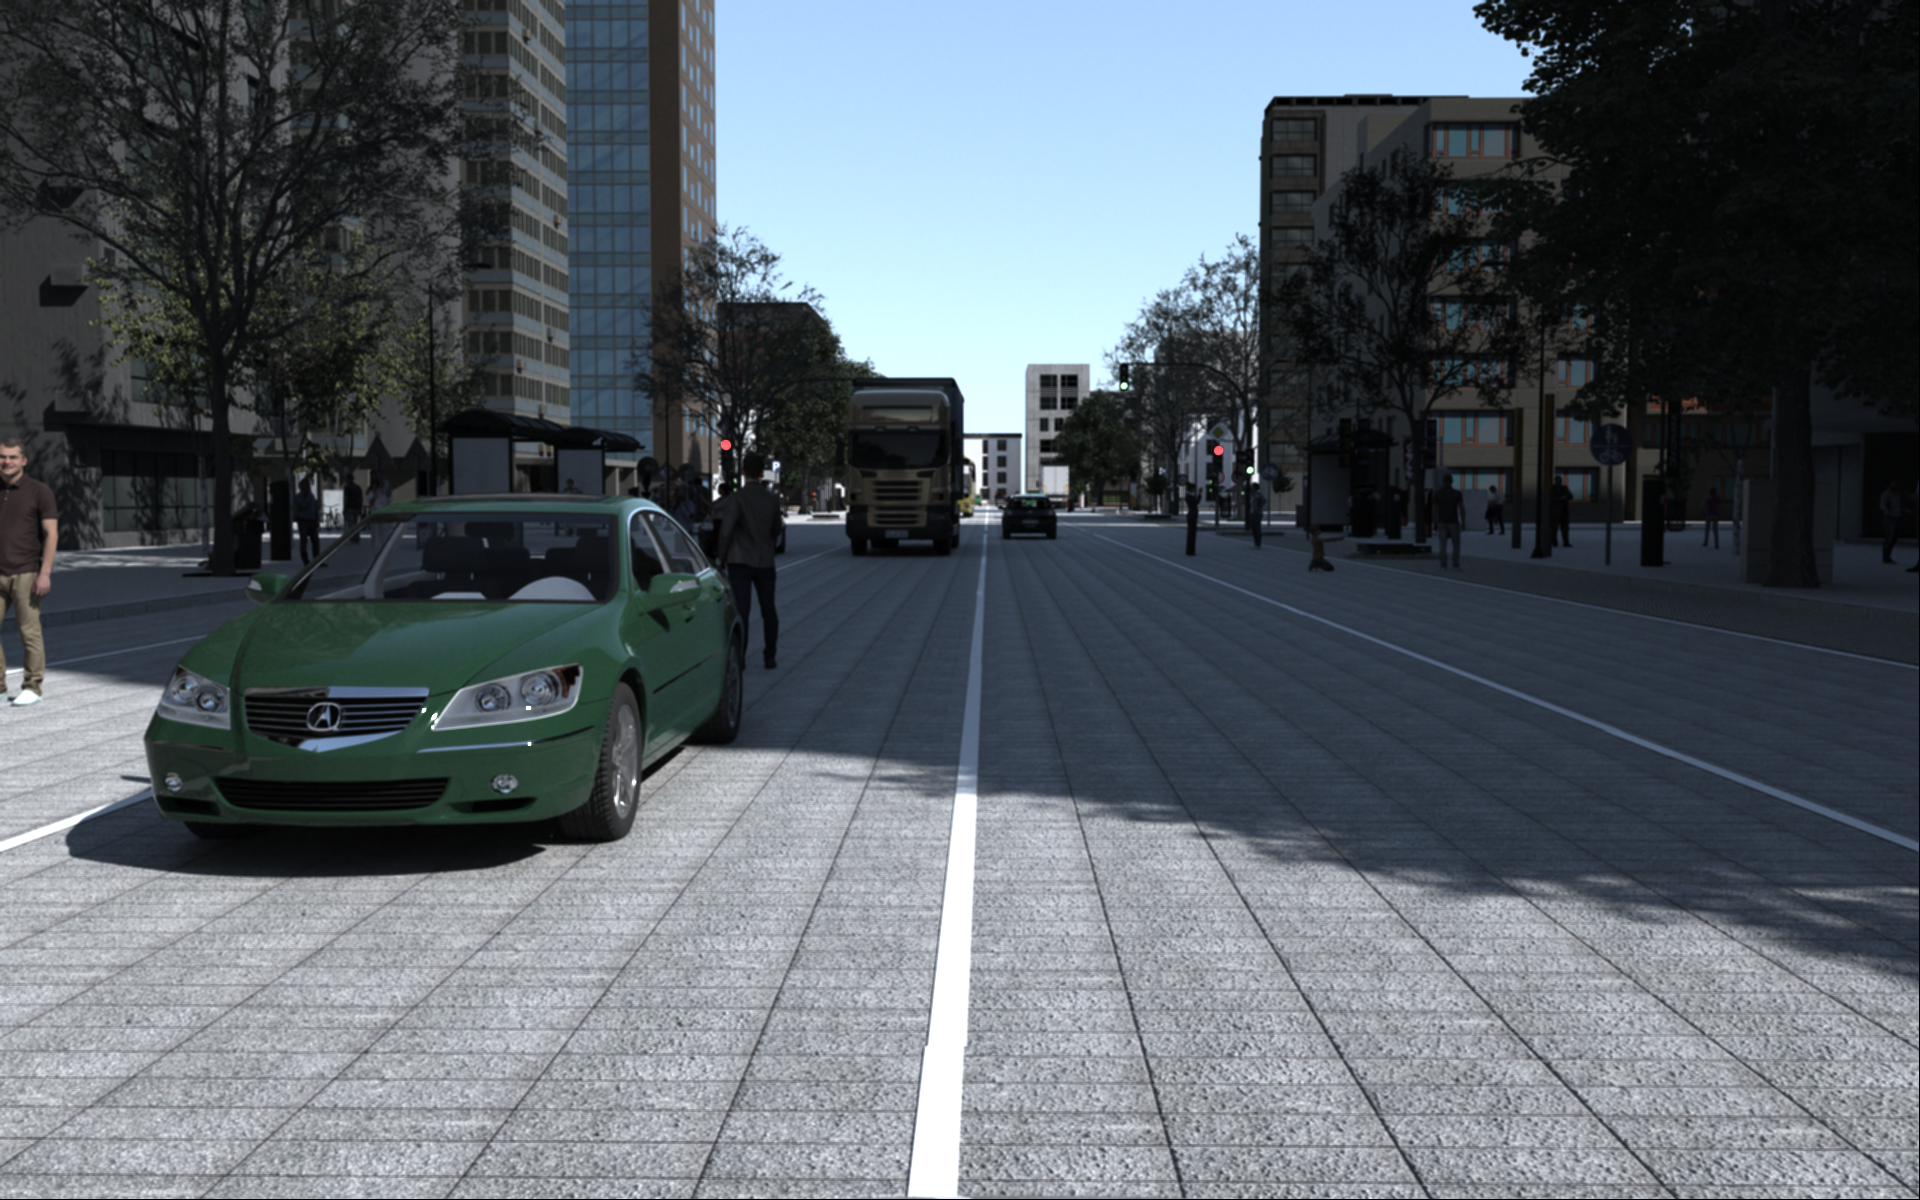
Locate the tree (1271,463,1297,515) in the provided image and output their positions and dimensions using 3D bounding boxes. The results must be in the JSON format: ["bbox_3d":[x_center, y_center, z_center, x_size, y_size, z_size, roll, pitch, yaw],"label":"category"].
[{"bbox_3d":[19.413,-6.758,105.094,1.663,3.219,1.824,0,3,0],"label":"tree"}]

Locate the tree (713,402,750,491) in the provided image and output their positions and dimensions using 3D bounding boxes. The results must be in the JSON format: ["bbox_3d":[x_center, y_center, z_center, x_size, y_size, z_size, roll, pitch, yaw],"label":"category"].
[{"bbox_3d":[-18.352,-11.317,135.402,4.360,8.622,3.978,0,3,0],"label":"tree"}]

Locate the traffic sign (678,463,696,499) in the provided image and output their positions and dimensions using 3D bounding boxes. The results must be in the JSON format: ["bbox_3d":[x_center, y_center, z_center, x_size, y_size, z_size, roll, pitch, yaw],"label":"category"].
[{"bbox_3d":[-11.279,-4.367,71.498,0.768,2.556,0.104,1,4,8],"label":"traffic sign"}]

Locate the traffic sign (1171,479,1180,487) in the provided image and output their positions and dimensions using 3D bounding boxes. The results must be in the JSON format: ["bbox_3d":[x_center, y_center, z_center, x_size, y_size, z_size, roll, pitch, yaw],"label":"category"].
[{"bbox_3d":[13.858,-6.695,111.593,0.606,2.300,0.079,1,4,10],"label":"traffic sign"}]

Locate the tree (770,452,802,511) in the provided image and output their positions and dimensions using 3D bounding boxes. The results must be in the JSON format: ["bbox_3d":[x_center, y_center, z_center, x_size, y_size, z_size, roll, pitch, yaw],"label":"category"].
[{"bbox_3d":[-13.656,-9.226,134.563,4.285,4.588,4.351,0,3,0],"label":"tree"}]

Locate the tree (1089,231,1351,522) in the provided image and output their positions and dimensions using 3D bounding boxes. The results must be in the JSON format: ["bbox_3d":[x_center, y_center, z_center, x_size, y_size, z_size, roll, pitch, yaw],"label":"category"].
[{"bbox_3d":[13.083,-10.383,80.133,12.009,13.543,11.850,0,3,0],"label":"tree"}]

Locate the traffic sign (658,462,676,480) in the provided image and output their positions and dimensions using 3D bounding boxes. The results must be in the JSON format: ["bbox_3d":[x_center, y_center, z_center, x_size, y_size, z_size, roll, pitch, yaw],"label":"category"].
[{"bbox_3d":[-11.684,-4.234,68.959,0.795,2.593,0.064,1,4,9],"label":"traffic sign"}]

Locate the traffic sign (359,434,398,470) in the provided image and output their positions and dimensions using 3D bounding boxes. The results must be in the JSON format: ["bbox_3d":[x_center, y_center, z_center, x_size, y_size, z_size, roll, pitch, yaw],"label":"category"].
[{"bbox_3d":[-12.663,-2.305,37.687,0.884,2.594,0.081,0,4,6],"label":"traffic sign"}]

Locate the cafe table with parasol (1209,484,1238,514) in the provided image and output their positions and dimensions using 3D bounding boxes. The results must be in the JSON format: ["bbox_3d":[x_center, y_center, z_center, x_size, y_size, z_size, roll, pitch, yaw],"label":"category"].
[{"bbox_3d":[18.141,-6.613,112.987,2.610,1.966,2.610,-2,4,-31],"label":"cafe table with parasol"}]

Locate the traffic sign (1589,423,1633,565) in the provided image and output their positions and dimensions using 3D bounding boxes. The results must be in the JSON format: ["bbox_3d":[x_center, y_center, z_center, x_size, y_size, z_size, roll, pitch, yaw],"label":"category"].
[{"bbox_3d":[11.765,-1.912,31.374,0.768,2.556,0.104,0,4,4],"label":"traffic sign"}]

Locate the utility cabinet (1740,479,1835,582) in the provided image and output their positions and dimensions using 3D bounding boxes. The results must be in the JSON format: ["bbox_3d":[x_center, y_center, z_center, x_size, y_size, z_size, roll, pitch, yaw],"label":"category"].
[{"bbox_3d":[11.979,-1.004,25.089,1.173,1.500,0.318,0,4,7],"label":"utility cabinet"}]

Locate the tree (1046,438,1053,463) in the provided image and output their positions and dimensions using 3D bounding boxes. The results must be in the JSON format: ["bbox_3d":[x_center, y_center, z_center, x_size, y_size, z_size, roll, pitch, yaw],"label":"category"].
[{"bbox_3d":[14.823,-17.620,205.093,9.611,12.733,9.660,0,3,0],"label":"tree"}]

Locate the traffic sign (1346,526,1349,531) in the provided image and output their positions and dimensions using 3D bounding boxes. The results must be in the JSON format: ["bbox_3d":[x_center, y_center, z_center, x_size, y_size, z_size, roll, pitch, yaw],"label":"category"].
[{"bbox_3d":[13.297,-3.624,59.357,0.768,2.556,0.104,0,4,7],"label":"traffic sign"}]

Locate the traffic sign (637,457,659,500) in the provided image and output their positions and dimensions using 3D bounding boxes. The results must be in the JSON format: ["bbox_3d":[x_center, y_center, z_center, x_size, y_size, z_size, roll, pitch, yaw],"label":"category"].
[{"bbox_3d":[-10.597,-3.591,58.818,0.768,2.556,0.104,0,4,3],"label":"traffic sign"}]

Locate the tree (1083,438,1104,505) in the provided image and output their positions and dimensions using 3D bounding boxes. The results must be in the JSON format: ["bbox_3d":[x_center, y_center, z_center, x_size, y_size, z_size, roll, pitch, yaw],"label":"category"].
[{"bbox_3d":[14.882,-15.050,196.437,4.360,8.622,3.978,0,3,0],"label":"tree"}]

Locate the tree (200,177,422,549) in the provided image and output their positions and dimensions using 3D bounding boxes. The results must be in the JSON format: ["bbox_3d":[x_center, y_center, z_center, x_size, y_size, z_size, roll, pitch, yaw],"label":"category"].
[{"bbox_3d":[-15.514,-5.513,40.506,4.360,8.622,3.978,0,3,0],"label":"tree"}]

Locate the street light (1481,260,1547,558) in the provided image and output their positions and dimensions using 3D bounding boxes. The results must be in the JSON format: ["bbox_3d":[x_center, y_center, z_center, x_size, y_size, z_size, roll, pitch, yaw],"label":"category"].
[{"bbox_3d":[11.044,-3.792,34.543,1.470,5.913,1.316,0,4,1],"label":"street light"}]

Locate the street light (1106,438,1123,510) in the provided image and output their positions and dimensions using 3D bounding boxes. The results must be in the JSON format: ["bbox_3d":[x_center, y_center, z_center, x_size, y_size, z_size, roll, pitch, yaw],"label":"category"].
[{"bbox_3d":[12.734,-10.411,142.762,1.470,5.913,1.316,0,4,1],"label":"street light"}]

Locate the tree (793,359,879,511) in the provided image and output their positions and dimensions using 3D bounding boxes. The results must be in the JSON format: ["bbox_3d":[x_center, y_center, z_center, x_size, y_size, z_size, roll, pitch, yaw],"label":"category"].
[{"bbox_3d":[-9.360,-12.425,128.899,9.928,11.665,9.643,0,3,0],"label":"tree"}]

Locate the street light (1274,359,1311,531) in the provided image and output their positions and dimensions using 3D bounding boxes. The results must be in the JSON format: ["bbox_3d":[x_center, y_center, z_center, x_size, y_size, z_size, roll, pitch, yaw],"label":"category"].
[{"bbox_3d":[11.513,-5.339,59.836,1.470,5.913,1.316,0,4,1],"label":"street light"}]

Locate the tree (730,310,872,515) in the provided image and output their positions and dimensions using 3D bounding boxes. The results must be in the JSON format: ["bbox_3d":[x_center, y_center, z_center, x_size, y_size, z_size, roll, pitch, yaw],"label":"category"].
[{"bbox_3d":[-9.700,-11.684,108.039,9.611,12.733,9.660,0,3,0],"label":"tree"}]

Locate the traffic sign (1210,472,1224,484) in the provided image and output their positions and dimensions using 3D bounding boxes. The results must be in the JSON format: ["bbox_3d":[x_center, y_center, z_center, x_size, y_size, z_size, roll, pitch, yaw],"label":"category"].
[{"bbox_3d":[13.328,-5.489,89.859,0.768,2.556,0.104,0,4,7],"label":"traffic sign"}]

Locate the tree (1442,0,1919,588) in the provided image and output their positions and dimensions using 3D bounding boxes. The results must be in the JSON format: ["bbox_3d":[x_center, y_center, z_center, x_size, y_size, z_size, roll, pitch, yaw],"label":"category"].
[{"bbox_3d":[11.409,-7.141,23.403,9.857,13.997,8.962,0,3,0],"label":"tree"}]

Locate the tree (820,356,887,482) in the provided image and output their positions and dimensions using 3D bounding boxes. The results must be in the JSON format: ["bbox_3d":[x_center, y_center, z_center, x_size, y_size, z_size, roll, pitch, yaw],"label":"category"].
[{"bbox_3d":[-9.383,-15.414,158.678,9.857,13.997,8.962,0,3,0],"label":"tree"}]

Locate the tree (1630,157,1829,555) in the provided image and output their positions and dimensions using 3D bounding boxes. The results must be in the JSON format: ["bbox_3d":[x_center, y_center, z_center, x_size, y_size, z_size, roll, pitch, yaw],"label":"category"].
[{"bbox_3d":[16.338,-5.260,36.359,4.360,8.622,3.978,0,3,0],"label":"tree"}]

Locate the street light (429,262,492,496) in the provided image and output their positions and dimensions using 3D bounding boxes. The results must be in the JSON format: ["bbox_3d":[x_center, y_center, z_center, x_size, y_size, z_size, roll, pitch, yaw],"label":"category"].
[{"bbox_3d":[-10.077,-3.811,34.854,1.470,5.913,1.316,0,4,1],"label":"street light"}]

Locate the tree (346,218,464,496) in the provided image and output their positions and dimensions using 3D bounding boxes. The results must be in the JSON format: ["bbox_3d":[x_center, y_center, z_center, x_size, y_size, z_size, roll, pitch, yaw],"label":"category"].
[{"bbox_3d":[-16.609,-5.901,46.843,4.737,8.622,4.395,0,3,0],"label":"tree"}]

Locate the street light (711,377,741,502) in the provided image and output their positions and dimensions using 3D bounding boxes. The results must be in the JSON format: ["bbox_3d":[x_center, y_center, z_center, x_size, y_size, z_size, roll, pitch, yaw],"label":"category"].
[{"bbox_3d":[-9.403,-5.892,68.880,1.470,5.913,1.316,0,4,1],"label":"street light"}]

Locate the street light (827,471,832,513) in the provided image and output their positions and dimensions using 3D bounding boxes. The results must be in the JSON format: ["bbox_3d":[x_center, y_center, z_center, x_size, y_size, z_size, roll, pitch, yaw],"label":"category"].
[{"bbox_3d":[-8.485,-8.992,119.567,1.470,5.913,1.316,0,4,1],"label":"street light"}]

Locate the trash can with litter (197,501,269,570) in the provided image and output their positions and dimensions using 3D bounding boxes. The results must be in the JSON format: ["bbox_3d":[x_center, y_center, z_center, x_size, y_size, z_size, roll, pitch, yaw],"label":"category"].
[{"bbox_3d":[-12.364,-1.105,29.461,1.055,1.170,0.624,-3,5,-40],"label":"trash can with litter"}]

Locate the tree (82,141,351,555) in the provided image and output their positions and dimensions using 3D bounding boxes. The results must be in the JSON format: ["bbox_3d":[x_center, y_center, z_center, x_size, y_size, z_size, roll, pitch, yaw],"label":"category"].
[{"bbox_3d":[-15.780,-5.228,35.847,4.737,8.622,4.395,0,3,0],"label":"tree"}]

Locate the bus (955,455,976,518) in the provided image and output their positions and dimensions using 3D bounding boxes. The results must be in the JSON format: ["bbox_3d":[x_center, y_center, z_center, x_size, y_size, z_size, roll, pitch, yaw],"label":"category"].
[{"bbox_3d":[-0.426,-7.121,107.972,2.896,3.916,12.252,0,4,2],"label":"bus"}]

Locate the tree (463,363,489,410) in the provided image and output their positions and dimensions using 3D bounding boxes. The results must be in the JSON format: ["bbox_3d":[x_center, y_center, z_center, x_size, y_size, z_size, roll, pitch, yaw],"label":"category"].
[{"bbox_3d":[-21.935,-7.499,72.963,4.737,8.622,4.395,0,3,0],"label":"tree"}]

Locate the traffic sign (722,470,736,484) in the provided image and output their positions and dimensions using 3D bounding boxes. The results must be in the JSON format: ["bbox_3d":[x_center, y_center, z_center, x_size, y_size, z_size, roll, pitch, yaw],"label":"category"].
[{"bbox_3d":[-11.827,-5.430,88.890,0.768,2.556,0.104,0,4,4],"label":"traffic sign"}]

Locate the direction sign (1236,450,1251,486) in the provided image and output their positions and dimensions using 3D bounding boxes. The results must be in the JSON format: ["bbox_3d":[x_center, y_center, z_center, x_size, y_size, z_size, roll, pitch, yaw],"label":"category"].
[{"bbox_3d":[14.702,-5.990,89.933,0.876,3.537,0.379,-1,4,-20],"label":"direction sign"}]

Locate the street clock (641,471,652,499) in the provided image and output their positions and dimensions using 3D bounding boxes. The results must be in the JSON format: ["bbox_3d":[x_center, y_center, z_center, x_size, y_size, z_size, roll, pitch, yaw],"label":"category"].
[{"bbox_3d":[-9.809,-3.033,54.167,0.358,2.002,0.471,-1,4,-17],"label":"street clock"}]

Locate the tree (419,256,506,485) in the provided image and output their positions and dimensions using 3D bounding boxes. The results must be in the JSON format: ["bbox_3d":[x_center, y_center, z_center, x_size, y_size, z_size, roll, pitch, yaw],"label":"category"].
[{"bbox_3d":[-15.988,-6.228,52.195,4.360,8.622,3.978,0,3,0],"label":"tree"}]

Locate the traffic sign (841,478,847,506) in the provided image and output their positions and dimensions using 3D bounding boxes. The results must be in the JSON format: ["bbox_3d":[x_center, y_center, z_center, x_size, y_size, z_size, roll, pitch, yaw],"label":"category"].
[{"bbox_3d":[-8.984,-8.292,135.681,0.768,2.556,0.104,0,4,8],"label":"traffic sign"}]

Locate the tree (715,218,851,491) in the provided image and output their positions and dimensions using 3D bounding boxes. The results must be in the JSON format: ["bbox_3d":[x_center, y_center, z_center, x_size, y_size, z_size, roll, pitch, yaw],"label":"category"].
[{"bbox_3d":[-9.904,-10.202,77.176,12.009,13.543,11.850,0,3,0],"label":"tree"}]

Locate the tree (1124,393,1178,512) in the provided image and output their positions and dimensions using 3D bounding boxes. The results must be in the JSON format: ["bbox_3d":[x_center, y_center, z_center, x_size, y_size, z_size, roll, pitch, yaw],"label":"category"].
[{"bbox_3d":[13.978,-10.556,122.961,4.360,8.622,3.978,0,3,0],"label":"tree"}]

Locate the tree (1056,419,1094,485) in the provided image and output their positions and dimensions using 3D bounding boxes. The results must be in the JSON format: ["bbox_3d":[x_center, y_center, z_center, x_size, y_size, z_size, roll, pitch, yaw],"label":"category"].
[{"bbox_3d":[15.893,-18.453,219.826,7.486,12.596,7.792,0,3,0],"label":"tree"}]

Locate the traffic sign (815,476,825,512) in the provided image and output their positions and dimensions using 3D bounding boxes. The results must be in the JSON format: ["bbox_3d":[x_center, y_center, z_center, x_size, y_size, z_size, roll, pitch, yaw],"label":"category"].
[{"bbox_3d":[-9.721,-7.369,120.582,0.768,2.556,0.104,0,4,5],"label":"traffic sign"}]

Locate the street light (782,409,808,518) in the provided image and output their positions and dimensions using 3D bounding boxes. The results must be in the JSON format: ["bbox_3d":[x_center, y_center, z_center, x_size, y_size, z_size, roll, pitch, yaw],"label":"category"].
[{"bbox_3d":[-8.987,-7.461,94.526,1.470,5.913,1.316,0,4,1],"label":"street light"}]

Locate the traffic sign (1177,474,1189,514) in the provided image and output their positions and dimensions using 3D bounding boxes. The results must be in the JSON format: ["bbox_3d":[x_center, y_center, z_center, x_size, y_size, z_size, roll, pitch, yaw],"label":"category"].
[{"bbox_3d":[14.192,-6.753,110.515,0.768,2.556,0.104,0,4,2],"label":"traffic sign"}]

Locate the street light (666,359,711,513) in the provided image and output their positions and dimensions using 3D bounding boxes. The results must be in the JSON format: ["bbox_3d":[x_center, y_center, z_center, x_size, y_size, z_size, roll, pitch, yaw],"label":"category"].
[{"bbox_3d":[-9.566,-5.337,59.798,1.470,5.913,1.316,0,4,1],"label":"street light"}]

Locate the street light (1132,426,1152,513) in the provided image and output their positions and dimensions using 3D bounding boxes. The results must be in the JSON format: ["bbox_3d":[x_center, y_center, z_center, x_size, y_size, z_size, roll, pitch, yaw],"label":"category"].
[{"bbox_3d":[12.382,-8.870,117.562,1.470,5.913,1.316,0,4,1],"label":"street light"}]

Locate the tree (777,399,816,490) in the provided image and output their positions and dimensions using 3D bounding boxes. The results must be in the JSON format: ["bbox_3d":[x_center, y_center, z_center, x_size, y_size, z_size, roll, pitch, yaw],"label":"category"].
[{"bbox_3d":[-10.667,-10.174,116.713,4.360,8.622,3.978,0,3,0],"label":"tree"}]

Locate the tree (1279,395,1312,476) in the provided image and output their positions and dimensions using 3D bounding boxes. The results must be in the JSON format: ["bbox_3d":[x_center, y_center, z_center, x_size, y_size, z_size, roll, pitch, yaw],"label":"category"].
[{"bbox_3d":[24.064,-10.341,119.433,4.360,8.622,3.978,0,3,0],"label":"tree"}]

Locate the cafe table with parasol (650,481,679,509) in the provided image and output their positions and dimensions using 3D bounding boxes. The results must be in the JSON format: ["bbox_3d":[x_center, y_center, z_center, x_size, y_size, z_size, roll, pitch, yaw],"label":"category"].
[{"bbox_3d":[-15.206,-5.283,91.246,2.610,1.966,2.610,-2,4,-34],"label":"cafe table with parasol"}]

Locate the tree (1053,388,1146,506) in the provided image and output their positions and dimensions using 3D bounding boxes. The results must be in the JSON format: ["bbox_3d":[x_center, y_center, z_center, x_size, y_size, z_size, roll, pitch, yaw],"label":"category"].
[{"bbox_3d":[15.119,-16.388,184.947,9.611,12.733,9.660,0,3,0],"label":"tree"}]

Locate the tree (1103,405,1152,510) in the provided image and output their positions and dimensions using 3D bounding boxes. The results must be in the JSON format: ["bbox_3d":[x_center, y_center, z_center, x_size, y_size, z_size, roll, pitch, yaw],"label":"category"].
[{"bbox_3d":[13.491,-11.431,137.252,4.737,8.622,4.395,0,3,0],"label":"tree"}]

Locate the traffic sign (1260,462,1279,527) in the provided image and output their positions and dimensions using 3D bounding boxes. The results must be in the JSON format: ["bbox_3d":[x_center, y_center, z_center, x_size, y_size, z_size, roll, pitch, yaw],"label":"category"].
[{"bbox_3d":[12.204,-4.175,68.374,0.768,2.556,0.104,1,4,9],"label":"traffic sign"}]

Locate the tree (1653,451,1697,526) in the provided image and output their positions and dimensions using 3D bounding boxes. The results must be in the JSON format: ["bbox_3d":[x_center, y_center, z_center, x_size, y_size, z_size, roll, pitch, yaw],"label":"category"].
[{"bbox_3d":[28.534,-4.560,69.163,1.663,3.219,1.824,0,3,0],"label":"tree"}]

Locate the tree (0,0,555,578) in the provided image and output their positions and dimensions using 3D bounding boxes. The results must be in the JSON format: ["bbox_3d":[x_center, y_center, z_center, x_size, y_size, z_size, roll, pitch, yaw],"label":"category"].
[{"bbox_3d":[-11.395,-7.104,26.517,12.009,13.543,11.850,0,3,0],"label":"tree"}]

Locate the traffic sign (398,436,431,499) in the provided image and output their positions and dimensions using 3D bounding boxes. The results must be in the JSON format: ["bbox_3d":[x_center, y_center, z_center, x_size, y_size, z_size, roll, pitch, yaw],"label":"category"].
[{"bbox_3d":[-12.233,-2.387,39.031,0.884,2.594,0.081,0,4,4],"label":"traffic sign"}]

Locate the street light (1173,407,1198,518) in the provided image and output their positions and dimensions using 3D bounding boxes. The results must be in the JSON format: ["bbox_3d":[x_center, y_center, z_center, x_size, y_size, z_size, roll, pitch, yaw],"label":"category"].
[{"bbox_3d":[11.987,-7.303,91.952,1.470,5.913,1.316,0,4,1],"label":"street light"}]

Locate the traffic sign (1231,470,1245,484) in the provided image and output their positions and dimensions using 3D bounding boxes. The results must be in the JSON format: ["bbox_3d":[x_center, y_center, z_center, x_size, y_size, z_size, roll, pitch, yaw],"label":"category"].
[{"bbox_3d":[14.545,-5.525,90.436,0.768,2.556,0.104,0,4,6],"label":"traffic sign"}]

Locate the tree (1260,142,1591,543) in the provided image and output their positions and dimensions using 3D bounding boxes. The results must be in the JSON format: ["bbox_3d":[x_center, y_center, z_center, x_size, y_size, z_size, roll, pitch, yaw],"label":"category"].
[{"bbox_3d":[12.120,-6.780,45.271,8.767,10.594,7.601,1,4,9],"label":"tree"}]
